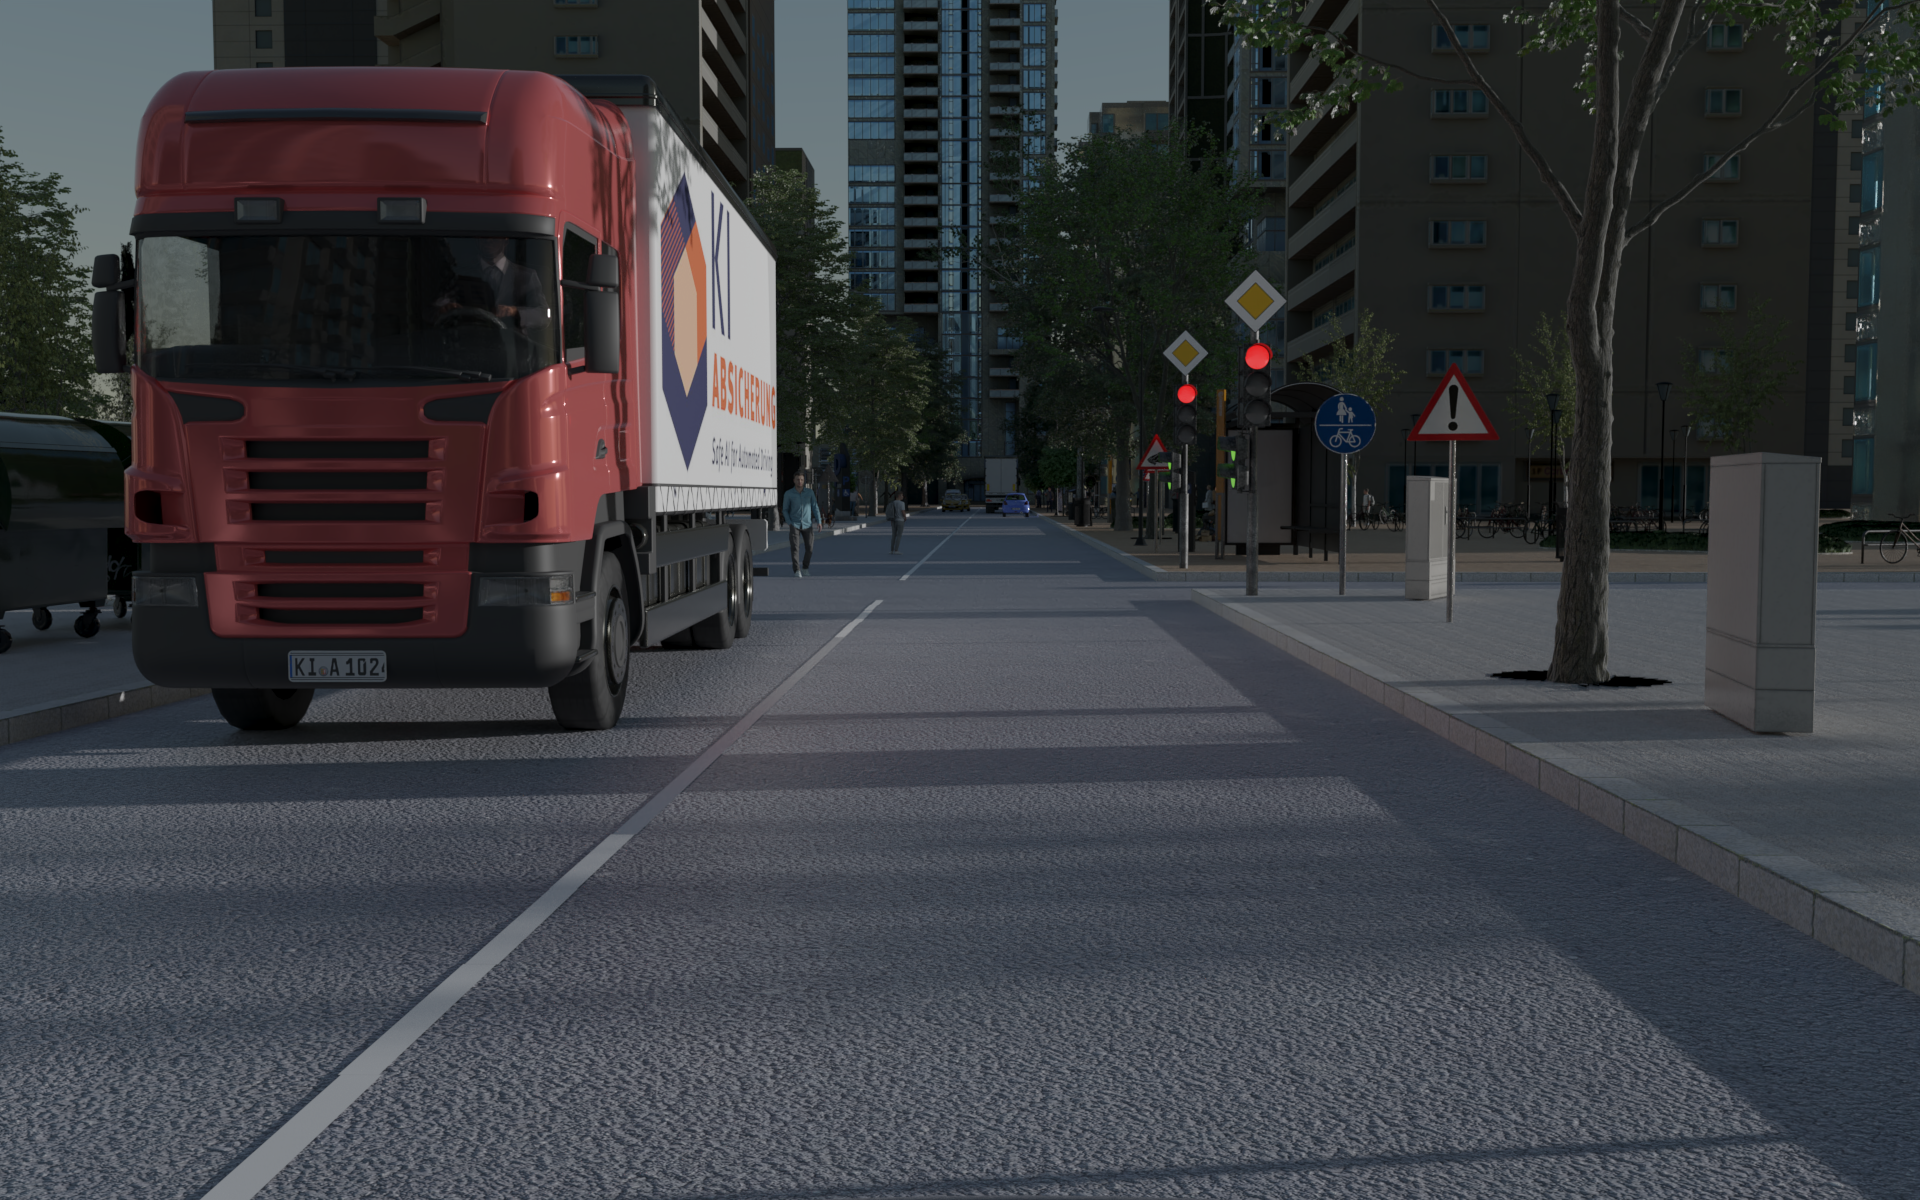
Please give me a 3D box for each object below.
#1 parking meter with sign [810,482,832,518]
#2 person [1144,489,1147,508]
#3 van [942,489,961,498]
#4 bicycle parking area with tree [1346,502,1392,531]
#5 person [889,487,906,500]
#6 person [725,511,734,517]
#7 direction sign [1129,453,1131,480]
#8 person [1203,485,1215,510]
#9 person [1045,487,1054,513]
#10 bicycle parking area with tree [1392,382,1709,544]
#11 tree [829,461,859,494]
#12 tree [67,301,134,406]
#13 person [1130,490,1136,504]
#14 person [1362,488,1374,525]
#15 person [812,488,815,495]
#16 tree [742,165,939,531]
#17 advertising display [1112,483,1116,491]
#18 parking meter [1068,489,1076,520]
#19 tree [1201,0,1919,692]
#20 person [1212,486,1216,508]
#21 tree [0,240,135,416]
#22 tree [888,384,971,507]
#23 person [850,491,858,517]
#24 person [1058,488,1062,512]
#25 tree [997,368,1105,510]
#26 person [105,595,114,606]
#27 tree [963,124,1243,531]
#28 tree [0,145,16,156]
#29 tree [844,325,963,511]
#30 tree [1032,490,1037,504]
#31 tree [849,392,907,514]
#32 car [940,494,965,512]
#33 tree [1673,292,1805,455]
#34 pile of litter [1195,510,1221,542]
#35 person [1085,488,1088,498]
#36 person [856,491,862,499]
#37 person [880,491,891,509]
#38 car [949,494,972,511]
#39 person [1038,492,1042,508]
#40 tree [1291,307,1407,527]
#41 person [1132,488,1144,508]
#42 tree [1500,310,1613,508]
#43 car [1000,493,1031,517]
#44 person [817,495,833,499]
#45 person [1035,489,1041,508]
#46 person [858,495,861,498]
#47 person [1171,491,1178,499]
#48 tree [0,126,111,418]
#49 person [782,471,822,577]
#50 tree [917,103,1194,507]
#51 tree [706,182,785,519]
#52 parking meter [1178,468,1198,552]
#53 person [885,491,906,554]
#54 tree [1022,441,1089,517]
[{"bbox_3d":[-7.290,-5.930,93.223,1.738,3.016,0.543,-1,4,-22],"label":"parking meter with sign"},{"bbox_3d":[17.325,-9.422,161.003,0.530,1.710,0.541,1,4,16],"label":"person"},{"bbox_3d":[-0.611,-8.966,153.605,2.013,2.044,4.112,0,4,0],"label":"van"},{"bbox_3d":[18.400,-4.501,60.586,9.016,4.147,8.231,-2,4,-35],"label":"bicycle parking area with tree"},{"bbox_3d":[-4.557,-7.309,125.515,1.348,1.831,0.705,1,4,17],"label":"person"},{"bbox_3d":[-12.907,-5.569,96.941,0.795,1.843,0.661,2,4,24],"label":"person"},{"bbox_3d":[9.126,-6.252,94.223,0.379,3.537,0.876,2,4,26],"label":"direction sign"},{"bbox_3d":[13.706,-5.435,95.264,0.694,1.780,0.624,-3,5,-39],"label":"person"},{"bbox_3d":[6.213,-6.958,120.338,0.617,1.759,0.750,0,4,6],"label":"person"},{"bbox_3d":[17.300,-3.667,46.964,9.016,4.147,8.231,0,4,1],"label":"bicycle parking area with tree"},{"bbox_3d":[-5.680,-5.690,87.631,1.663,3.219,1.824,0,3,0],"label":"tree"},{"bbox_3d":[-30.963,-6.973,64.367,4.360,8.622,3.978,0,3,0],"label":"tree"},{"bbox_3d":[16.622,-9.966,169.515,1.217,1.766,0.721,0,4,4],"label":"person"},{"bbox_3d":[16.706,-3.816,71.024,0.503,1.515,0.523,3,5,41],"label":"person"},{"bbox_3d":[-12.054,-8.281,141.965,1.217,1.766,0.721,1,4,13],"label":"person"},{"bbox_3d":[-6.188,-8.682,60.077,7.486,12.596,7.792,0,3,0],"label":"tree"},{"bbox_3d":[9.238,-5.994,103.217,0.123,1.923,0.974,-2,4,-30],"label":"advertising display"},{"bbox_3d":[5.573,-4.750,86.080,0.372,1.533,0.369,0,3,0],"label":"parking meter"},{"bbox_3d":[4.306,-5.235,11.346,9.928,11.665,9.643,0,3,0],"label":"tree"},{"bbox_3d":[17.041,-6.698,115.651,0.705,1.812,1.348,-2,4,-33],"label":"person"},{"bbox_3d":[-46.694,-11.608,91.610,13.155,14.587,18.604,-2,4,-35],"label":"tree"},{"bbox_3d":[-3.580,-15.623,172.440,9.611,12.733,9.660,0,3,0],"label":"tree"},{"bbox_3d":[-5.970,-5.370,94.511,0.731,1.740,0.598,-2,4,-24],"label":"person"},{"bbox_3d":[6.927,-6.967,120.621,0.551,1.740,0.621,1,4,17],"label":"person"},{"bbox_3d":[7.817,-13.883,143.992,9.611,12.733,9.660,0,3,0],"label":"tree"},{"bbox_3d":[-9.834,-0.780,19.807,0.512,1.701,0.522,3,5,42],"label":"person"},{"bbox_3d":[5.804,-9.399,60.327,9.857,13.997,8.962,0,3,0],"label":"tree"},{"bbox_3d":[-20.165,-5.134,34.305,4.737,8.622,4.395,0,3,0],"label":"tree"},{"bbox_3d":[-4.116,-13.711,130.829,9.857,13.997,8.962,0,3,0],"label":"tree"},{"bbox_3d":[8.036,-11.445,181.730,1.663,3.219,1.824,0,3,0],"label":"tree"},{"bbox_3d":[-5.365,-9.873,111.780,4.737,8.622,4.395,0,3,0],"label":"tree"},{"bbox_3d":[-0.578,-7.849,138.554,2.015,1.641,3.980,0,4,1],"label":"car"},{"bbox_3d":[28.149,-6.867,62.646,4.737,8.622,4.395,0,3,0],"label":"tree"},{"bbox_3d":[6.605,-2.026,47.092,1.176,0.858,1.719,0,4,-6],"label":"pile of litter"},{"bbox_3d":[9.283,-7.381,127.654,0.436,1.711,0.756,0,4,7],"label":"person"},{"bbox_3d":[-6.714,-6.303,109.115,1.348,1.822,0.705,-2,4,-31],"label":"person"},{"bbox_3d":[-6.365,-8.758,148.870,1.348,1.869,0.705,-3,5,-43],"label":"person"},{"bbox_3d":[-0.020,-8.220,144.621,2.015,1.641,3.980,0,4,2],"label":"car"},{"bbox_3d":[7.468,-9.546,162.929,0.445,1.727,0.742,1,4,11],"label":"person"},{"bbox_3d":[15.229,-7.185,67.843,4.737,8.622,4.395,0,3,0],"label":"tree"},{"bbox_3d":[16.706,-9.534,161.901,1.348,1.826,0.705,0,4,-5],"label":"person"},{"bbox_3d":[23.828,-7.222,68.438,4.737,8.622,4.395,0,3,0],"label":"tree"},{"bbox_3d":[3.513,-6.101,109.344,1.945,1.707,3.694,0,4,1],"label":"car"},{"bbox_3d":[-9.087,-6.719,116.035,1.348,1.807,0.705,1,4,19],"label":"person"},{"bbox_3d":[7.242,-9.531,161.740,0.709,1.838,0.599,-3,5,-43],"label":"person"},{"bbox_3d":[-6.913,-6.485,112.777,1.217,1.736,0.721,-1,4,-23],"label":"person"},{"bbox_3d":[16.193,-7.437,128.354,1.217,1.743,0.721,2,4,25],"label":"person"},{"bbox_3d":[-30.162,-8.236,52.779,7.486,12.596,7.792,0,3,0],"label":"tree"},{"bbox_3d":[-2.756,-1.318,30.077,0.660,1.820,0.620,-1,4,-20],"label":"person"},{"bbox_3d":[4.759,-14.021,85.139,12.611,20.169,13.585,0,3,0],"label":"tree"},{"bbox_3d":[-6.180,-5.509,40.437,4.737,8.622,4.395,0,3,0],"label":"tree"},{"bbox_3d":[5.042,-1.997,38.355,0.399,1.863,0.255,1,4,17],"label":"parking meter"},{"bbox_3d":[-1.518,-1.837,41.134,0.503,1.515,0.523,0,4,2],"label":"person"},{"bbox_3d":[5.938,-7.058,99.116,4.285,4.588,4.351,0,3,0],"label":"tree"}]
